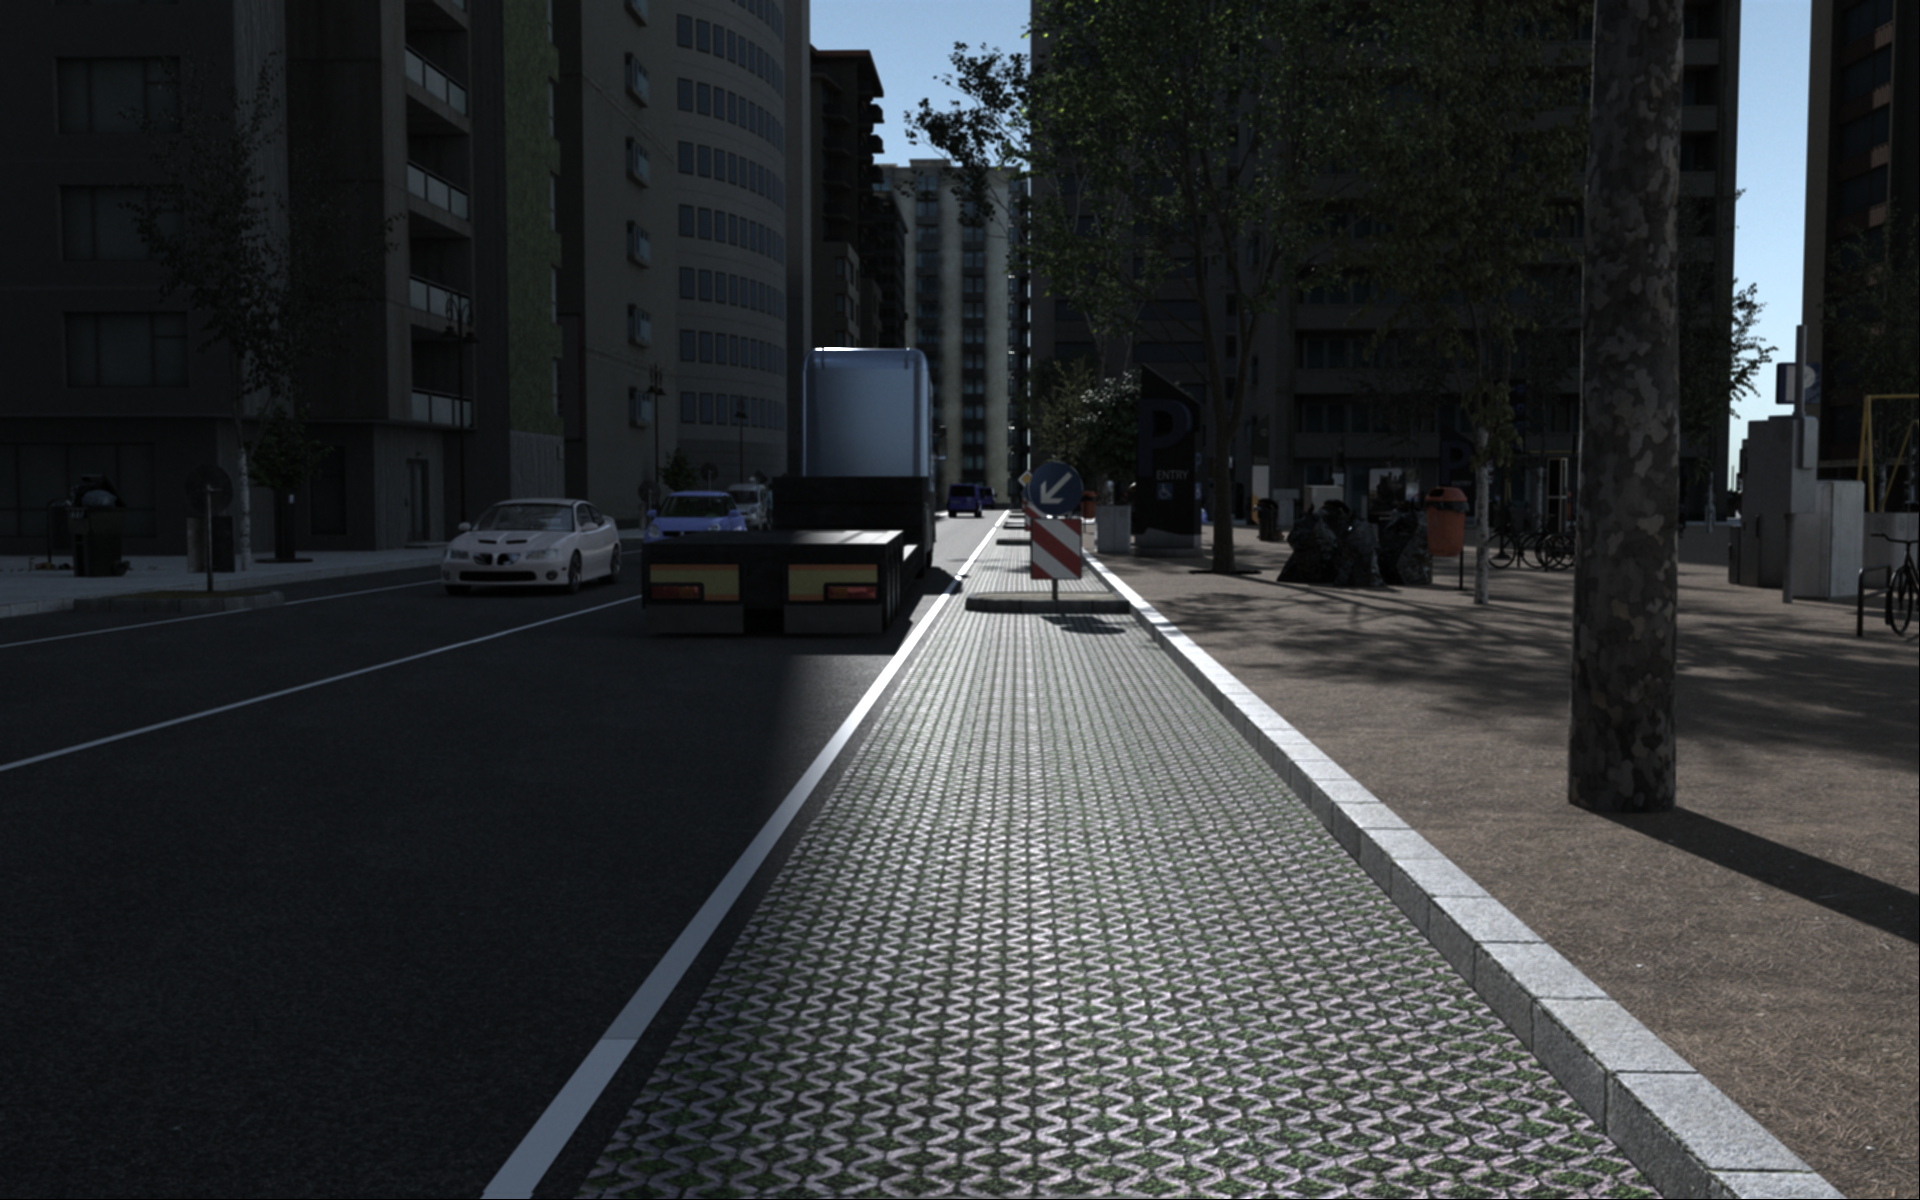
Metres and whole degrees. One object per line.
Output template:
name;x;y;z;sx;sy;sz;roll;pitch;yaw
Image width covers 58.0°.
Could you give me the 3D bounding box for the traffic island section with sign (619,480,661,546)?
traffic island section with sign;-8.808;-2.460;48.855;1.989;1.847;2.006;0;4;2

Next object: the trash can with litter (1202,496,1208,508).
trash can with litter;14.342;-5.668;104.059;1.055;1.170;0.624;-2;4;-25

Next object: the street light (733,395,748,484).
street light;-10.077;-6.546;79.821;0.468;5.910;1.993;0;4;2

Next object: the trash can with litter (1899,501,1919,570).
trash can with litter;16.387;-1.094;29.270;1.055;1.170;0.624;-1;4;-9

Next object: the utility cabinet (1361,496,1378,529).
utility cabinet;15.473;-3.266;64.563;1.020;1.237;0.306;1;4;14

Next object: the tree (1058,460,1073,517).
tree;6.074;-6.354;98.497;1.663;3.219;1.824;0;3;0

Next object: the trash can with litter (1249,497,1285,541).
trash can with litter;8.474;-2.204;47.423;0.624;1.170;1.055;2;4;32

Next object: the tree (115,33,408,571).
tree;-11.676;-4.787;28.633;4.360;8.622;3.978;0;3;0

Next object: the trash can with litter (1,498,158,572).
trash can with litter;-14.823;-1.116;29.305;2.233;1.210;1.678;0;4;-1

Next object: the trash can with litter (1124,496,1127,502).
trash can with litter;10.329;-5.638;103.570;1.055;1.170;0.624;-3;4;-37

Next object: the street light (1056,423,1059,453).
street light;6.166;-8.396;110.055;0.468;5.910;1.993;0;4;2

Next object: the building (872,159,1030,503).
building;-4.278;-38.570;250.220;30.456;49.044;23.786;0;4;2

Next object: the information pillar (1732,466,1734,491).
information pillar;63.766;-9.273;142.972;0.183;3.616;0.504;1;4;22

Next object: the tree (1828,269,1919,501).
tree;30.594;-6.455;55.899;4.360;8.622;3.978;0;3;0

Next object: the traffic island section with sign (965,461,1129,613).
traffic island section with sign;1.074;-0.797;21.667;1.989;1.847;2.006;0;4;2

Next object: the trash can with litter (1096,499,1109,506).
trash can with litter;5.605;-3.514;68.845;0.624;1.170;1.055;0;4;3

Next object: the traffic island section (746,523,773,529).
traffic island section;-8.349;-3.020;71.663;2.009;0.180;2.903;0;4;2

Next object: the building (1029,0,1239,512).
building;16.083;-36.430;137.624;21.231;58.520;28.212;0;4;2

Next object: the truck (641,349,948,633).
truck;-1.831;-2.239;26.370;2.967;4.110;18.799;0;4;1

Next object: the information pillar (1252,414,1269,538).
information pillar;8.741;-3.605;50.300;0.504;3.616;0.183;0;4;-3

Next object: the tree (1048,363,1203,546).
tree;4.403;-3.659;43.537;4.285;4.588;4.351;0;3;0

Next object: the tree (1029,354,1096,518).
tree;5.763;-8.628;91.432;4.360;8.622;3.978;0;3;0

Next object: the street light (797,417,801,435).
street light;-9.279;-7.878;101.586;0.468;5.910;1.993;0;4;2

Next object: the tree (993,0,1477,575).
tree;4.342;-6.236;27.710;9.928;11.665;9.643;0;3;0

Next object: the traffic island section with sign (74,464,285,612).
traffic island section with sign;-9.738;-0.813;21.916;1.989;1.847;2.006;0;4;2

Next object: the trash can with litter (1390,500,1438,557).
trash can with litter;9.413;-1.477;35.537;1.055;1.170;0.624;-1;4;-21

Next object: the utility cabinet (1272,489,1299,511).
utility cabinet;14.714;-4.260;78.335;1.173;1.500;0.318;0;4;-4

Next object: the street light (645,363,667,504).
street light;-10.694;-5.400;61.079;0.468;5.910;1.993;0;4;2

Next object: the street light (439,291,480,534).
street light;-11.395;-4.087;39.610;0.468;5.910;1.993;0;4;2

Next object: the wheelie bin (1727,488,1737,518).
wheelie bin;41.949;-5.286;94.340;0.693;1.594;0.980;2;4;23

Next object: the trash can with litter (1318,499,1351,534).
trash can with litter;8.202;-1.595;37.458;0.624;1.170;1.055;3;4;38

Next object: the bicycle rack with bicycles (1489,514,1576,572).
bicycle rack with bicycles;10.453;-0.987;29.515;2.925;0.926;2.852;0;4;5

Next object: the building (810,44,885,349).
building;-18.981;-31.480;169.319;22.147;44.769;28.867;0;4;2

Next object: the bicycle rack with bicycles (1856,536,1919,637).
bicycle rack with bicycles;9.525;-0.149;15.818;2.852;0.926;2.925;3;4;36

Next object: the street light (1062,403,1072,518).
street light;5.392;-7.020;87.572;0.468;5.910;1.993;0;4;2

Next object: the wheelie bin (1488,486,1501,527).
wheelie bin;20.464;-3.603;66.819;0.693;1.594;0.980;-3;5;-40

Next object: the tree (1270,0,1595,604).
tree;5.857;-4.255;19.935;4.737;8.622;4.395;0;3;0

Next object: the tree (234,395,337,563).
tree;-12.869;-2.331;32.710;1.663;3.219;1.824;0;3;0

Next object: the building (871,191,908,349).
building;-18.719;-31.912;213.638;23.993;40.220;32.217;0;4;2

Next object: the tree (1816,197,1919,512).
tree;23.692;-5.721;43.906;4.737;8.622;4.395;0;3;0

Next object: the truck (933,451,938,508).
truck;-3.018;-7.508;111.666;2.839;4.237;11.283;0;4;3

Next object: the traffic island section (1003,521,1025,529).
traffic island section;3.061;-3.485;79.256;2.009;0.180;2.903;0;4;2

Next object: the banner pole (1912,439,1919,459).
banner pole;43.450;-5.433;78.846;0.401;3.779;0.863;1;4;9

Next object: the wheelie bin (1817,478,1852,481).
wheelie bin;17.105;-1.588;33.876;0.693;1.594;0.980;-3;4;-38

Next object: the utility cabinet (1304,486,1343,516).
utility cabinet;9.620;-2.270;45.800;1.173;1.500;0.318;-2;4;-34

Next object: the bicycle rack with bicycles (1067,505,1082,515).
bicycle rack with bicycles;7.098;-5.754;107.455;2.852;0.926;2.925;-2;4;-27

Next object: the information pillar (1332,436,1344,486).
information pillar;15.163;-4.776;69.436;0.504;3.616;0.183;0;4;-6

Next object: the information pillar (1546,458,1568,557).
information pillar;12.164;-1.885;35.304;0.304;2.012;0.304;3;5;42

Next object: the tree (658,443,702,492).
tree;-10.614;-4.367;65.999;1.663;3.219;1.824;0;3;0

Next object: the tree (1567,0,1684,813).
tree;4.128;-9.184;6.052;12.611;20.169;13.585;0;3;0

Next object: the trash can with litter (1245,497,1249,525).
trash can with litter;12.213;-3.664;71.289;0.624;1.170;1.055;-2;4;-31

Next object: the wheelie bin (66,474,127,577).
wheelie bin;-13.403;-1.161;26.887;0.980;1.594;0.693;2;4;31

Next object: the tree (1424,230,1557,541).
tree;15.598;-5.922;47.190;4.360;8.622;3.978;0;3;0

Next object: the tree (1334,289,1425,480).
tree;14.685;-6.501;56.648;4.360;8.622;3.978;0;3;0

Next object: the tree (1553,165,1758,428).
tree;16.090;-5.471;39.810;4.360;8.622;3.978;0;3;0

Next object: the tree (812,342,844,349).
tree;-9.197;-11.483;113.497;9.928;11.665;9.643;0;3;0
